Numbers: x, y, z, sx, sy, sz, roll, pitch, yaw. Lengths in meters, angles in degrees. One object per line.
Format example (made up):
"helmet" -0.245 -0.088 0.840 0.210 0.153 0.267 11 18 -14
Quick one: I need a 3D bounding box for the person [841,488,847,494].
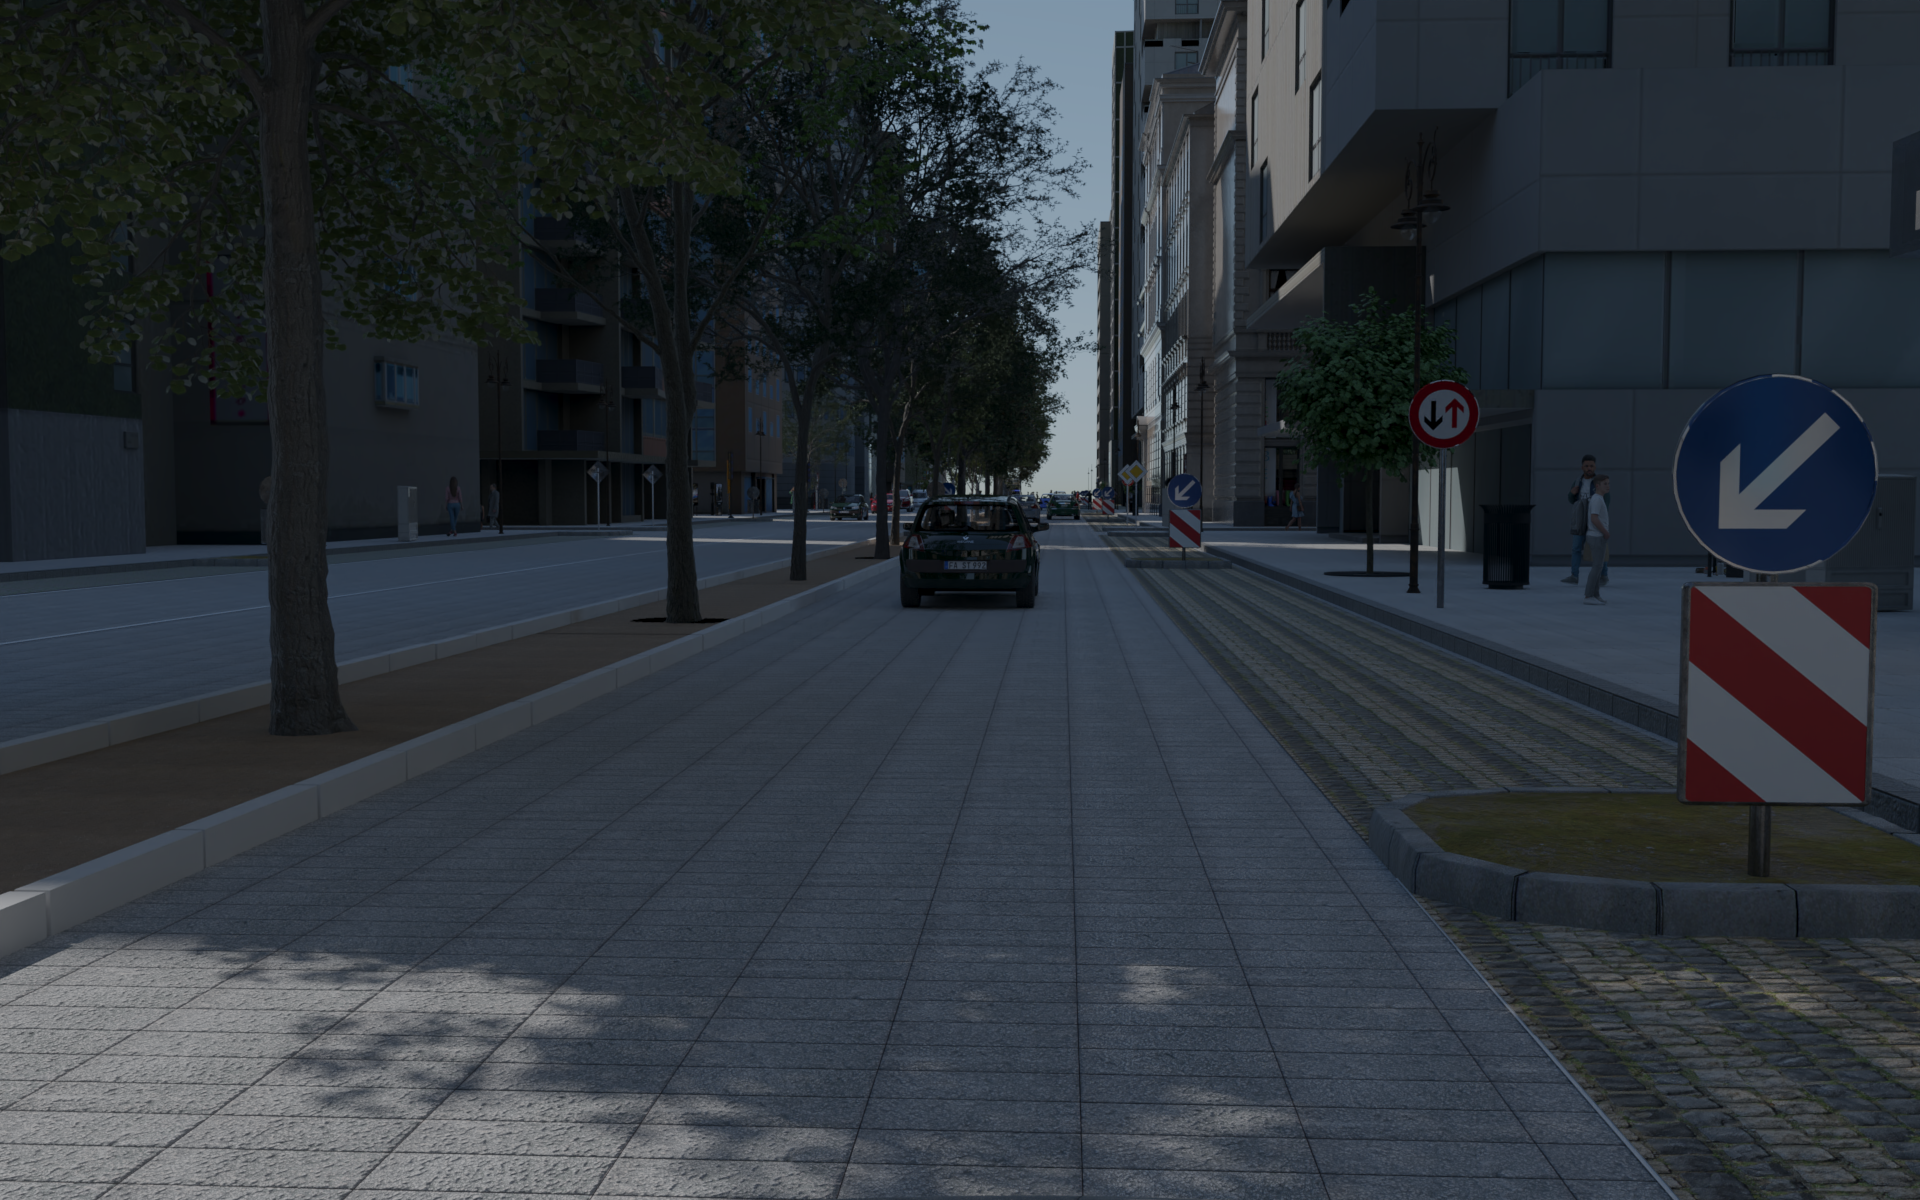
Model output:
"person" -9.482 -8.324 142.327 0.537 1.800 0.526 1 4 22

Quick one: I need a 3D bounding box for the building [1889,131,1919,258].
"building" 17.710 -23.342 1.244 23.786 49.044 30.456 0 4 3

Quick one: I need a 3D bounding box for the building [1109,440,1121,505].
"building" 28.840 -54.151 198.035 22.319 86.520 31.000 0 4 3

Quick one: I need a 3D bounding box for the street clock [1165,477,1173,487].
"street clock" 9.202 -4.341 75.548 0.471 2.002 0.358 -1 4 -18

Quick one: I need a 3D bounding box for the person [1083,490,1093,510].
"person" 11.849 -9.121 157.657 1.348 1.821 0.705 2 4 24

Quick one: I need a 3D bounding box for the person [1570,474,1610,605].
"person" 7.384 -0.700 20.090 0.523 1.515 0.503 -1 4 -15

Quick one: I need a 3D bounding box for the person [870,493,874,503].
"person" -8.402 -9.538 165.250 0.557 1.426 1.065 1 4 20

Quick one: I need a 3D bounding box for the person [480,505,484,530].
"person" -17.357 -3.018 62.512 0.362 1.253 0.373 0 4 7

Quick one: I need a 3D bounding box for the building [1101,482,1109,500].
"building" 36.153 -33.854 245.392 32.217 40.220 23.993 0 4 3

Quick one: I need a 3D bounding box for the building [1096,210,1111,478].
"building" 33.756 -40.696 289.085 21.300 48.544 21.600 0 4 3

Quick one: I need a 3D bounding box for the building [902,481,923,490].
"building" -21.486 -33.542 240.293 32.217 40.220 23.993 0 4 3

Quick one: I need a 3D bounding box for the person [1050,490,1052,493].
"person" 8.109 -8.866 153.598 1.348 1.807 0.705 -1 4 -21

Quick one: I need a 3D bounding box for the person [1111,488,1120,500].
"person" 13.804 -9.178 156.190 1.350 1.814 0.705 3 4 37

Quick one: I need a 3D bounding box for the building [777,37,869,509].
"building" -20.324 -37.627 157.198 21.231 58.520 28.212 0 4 3

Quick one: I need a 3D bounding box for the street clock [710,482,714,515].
"street clock" -14.888 -6.090 104.148 0.358 2.002 0.471 -1 4 -10

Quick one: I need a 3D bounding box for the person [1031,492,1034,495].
"person" 8.709 -12.252 209.755 0.756 1.711 0.436 1 4 16

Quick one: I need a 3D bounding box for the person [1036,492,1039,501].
"person" 10.294 -13.456 229.032 0.721 1.766 1.217 1 4 16

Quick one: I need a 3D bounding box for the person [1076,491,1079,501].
"person" 13.961 -12.066 205.712 0.705 1.831 1.348 1 4 23

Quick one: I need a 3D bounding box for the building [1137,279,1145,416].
"building" 20.384 -17.595 129.478 13.314 21.916 24.055 0 4 3

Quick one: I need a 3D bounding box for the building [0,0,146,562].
"building" -24.973 -15.799 30.016 14.160 30.474 14.107 0 4 3

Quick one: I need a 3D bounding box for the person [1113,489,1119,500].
"person" 13.635 -8.967 153.361 0.721 1.736 1.217 -3 4 -37

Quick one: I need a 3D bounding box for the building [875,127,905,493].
"building" -14.212 -34.223 209.658 14.600 45.320 14.200 0 4 3

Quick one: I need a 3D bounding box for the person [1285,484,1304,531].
"person" 12.176 -3.310 62.719 0.778 1.811 0.616 -1 4 -19

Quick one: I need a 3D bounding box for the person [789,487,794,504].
"person" -12.067 -7.323 126.023 0.600 1.795 0.529 1 4 11

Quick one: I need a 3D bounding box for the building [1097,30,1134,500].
"building" 31.554 -50.689 267.015 20.563 71.187 20.611 0 4 3

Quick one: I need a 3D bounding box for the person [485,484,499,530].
"person" -17.305 -3.395 64.110 0.767 1.812 0.694 -3 4 -36

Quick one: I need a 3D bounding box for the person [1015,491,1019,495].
"person" 5.908 -10.285 177.332 0.621 1.740 0.551 -2 4 -32

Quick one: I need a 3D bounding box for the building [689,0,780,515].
"building" -19.793 -28.367 113.906 14.600 45.320 14.200 0 4 3

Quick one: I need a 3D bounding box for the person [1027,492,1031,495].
"person" 8.112 -11.816 202.486 0.742 1.727 0.445 3 5 42

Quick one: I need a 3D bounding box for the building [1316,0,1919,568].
"building" 21.958 -27.694 42.037 28.713 52.752 27.495 0 4 3

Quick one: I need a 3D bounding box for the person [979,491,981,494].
"person" 1.750 -8.374 146.127 0.721 1.735 1.217 -3 5 -41

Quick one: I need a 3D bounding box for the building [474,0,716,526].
"building" -24.212 -26.174 82.562 22.147 44.769 28.867 0 4 3

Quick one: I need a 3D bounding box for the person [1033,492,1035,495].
"person" 9.111 -12.419 212.267 0.721 1.743 1.217 -1 4 -9

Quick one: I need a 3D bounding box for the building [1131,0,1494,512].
"building" 29.453 -34.628 155.409 28.713 52.752 27.495 0 4 3

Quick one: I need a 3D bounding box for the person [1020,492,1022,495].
"person" 8.931 -15.071 255.700 0.721 1.735 1.217 0 4 5

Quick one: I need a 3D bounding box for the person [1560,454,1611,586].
"person" 8.694 -1.090 23.849 0.713 1.824 0.794 -2 4 -24

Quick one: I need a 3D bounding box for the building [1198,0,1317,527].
"building" 20.227 -14.838 71.472 19.941 23.489 11.050 0 4 3

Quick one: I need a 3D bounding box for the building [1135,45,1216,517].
"building" 18.055 -19.624 106.758 13.634 28.700 20.117 0 4 3

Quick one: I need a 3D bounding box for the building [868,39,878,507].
"building" -19.630 -53.409 185.904 22.319 86.520 31.000 0 4 3

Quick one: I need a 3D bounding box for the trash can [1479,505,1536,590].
"trash can" 7.391 -0.720 23.421 0.748 1.137 0.748 0 3 0

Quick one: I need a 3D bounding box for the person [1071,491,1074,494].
"person" 13.884 -12.548 213.740 1.350 1.814 0.705 -1 4 -16

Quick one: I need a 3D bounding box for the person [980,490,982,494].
"person" 2.103 -10.033 172.616 0.705 1.814 1.350 2 4 32

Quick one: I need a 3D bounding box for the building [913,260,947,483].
"building" -9.597 -38.980 287.428 14.600 45.320 14.200 0 4 3

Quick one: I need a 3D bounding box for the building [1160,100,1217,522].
"building" 15.558 -14.605 87.935 9.793 20.994 18.267 0 4 3

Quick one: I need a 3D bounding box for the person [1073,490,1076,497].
"person" 11.770 -10.377 178.303 0.705 1.807 1.348 -1 4 -10

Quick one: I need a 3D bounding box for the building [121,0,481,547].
"building" -27.262 -25.883 46.894 21.600 48.544 21.300 0 4 3

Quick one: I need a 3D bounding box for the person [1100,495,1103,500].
"person" 19.037 -13.859 233.426 1.217 1.735 0.721 -1 4 -10

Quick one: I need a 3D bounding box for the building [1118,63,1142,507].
"building" 23.394 -32.223 176.960 14.600 45.320 14.200 0 4 3

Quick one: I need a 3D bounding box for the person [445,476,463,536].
"person" -15.306 -2.836 52.416 0.555 1.821 0.388 -2 4 -34

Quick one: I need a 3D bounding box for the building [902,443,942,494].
"building" -17.566 -25.813 267.076 27.650 21.520 28.899 0 4 3
